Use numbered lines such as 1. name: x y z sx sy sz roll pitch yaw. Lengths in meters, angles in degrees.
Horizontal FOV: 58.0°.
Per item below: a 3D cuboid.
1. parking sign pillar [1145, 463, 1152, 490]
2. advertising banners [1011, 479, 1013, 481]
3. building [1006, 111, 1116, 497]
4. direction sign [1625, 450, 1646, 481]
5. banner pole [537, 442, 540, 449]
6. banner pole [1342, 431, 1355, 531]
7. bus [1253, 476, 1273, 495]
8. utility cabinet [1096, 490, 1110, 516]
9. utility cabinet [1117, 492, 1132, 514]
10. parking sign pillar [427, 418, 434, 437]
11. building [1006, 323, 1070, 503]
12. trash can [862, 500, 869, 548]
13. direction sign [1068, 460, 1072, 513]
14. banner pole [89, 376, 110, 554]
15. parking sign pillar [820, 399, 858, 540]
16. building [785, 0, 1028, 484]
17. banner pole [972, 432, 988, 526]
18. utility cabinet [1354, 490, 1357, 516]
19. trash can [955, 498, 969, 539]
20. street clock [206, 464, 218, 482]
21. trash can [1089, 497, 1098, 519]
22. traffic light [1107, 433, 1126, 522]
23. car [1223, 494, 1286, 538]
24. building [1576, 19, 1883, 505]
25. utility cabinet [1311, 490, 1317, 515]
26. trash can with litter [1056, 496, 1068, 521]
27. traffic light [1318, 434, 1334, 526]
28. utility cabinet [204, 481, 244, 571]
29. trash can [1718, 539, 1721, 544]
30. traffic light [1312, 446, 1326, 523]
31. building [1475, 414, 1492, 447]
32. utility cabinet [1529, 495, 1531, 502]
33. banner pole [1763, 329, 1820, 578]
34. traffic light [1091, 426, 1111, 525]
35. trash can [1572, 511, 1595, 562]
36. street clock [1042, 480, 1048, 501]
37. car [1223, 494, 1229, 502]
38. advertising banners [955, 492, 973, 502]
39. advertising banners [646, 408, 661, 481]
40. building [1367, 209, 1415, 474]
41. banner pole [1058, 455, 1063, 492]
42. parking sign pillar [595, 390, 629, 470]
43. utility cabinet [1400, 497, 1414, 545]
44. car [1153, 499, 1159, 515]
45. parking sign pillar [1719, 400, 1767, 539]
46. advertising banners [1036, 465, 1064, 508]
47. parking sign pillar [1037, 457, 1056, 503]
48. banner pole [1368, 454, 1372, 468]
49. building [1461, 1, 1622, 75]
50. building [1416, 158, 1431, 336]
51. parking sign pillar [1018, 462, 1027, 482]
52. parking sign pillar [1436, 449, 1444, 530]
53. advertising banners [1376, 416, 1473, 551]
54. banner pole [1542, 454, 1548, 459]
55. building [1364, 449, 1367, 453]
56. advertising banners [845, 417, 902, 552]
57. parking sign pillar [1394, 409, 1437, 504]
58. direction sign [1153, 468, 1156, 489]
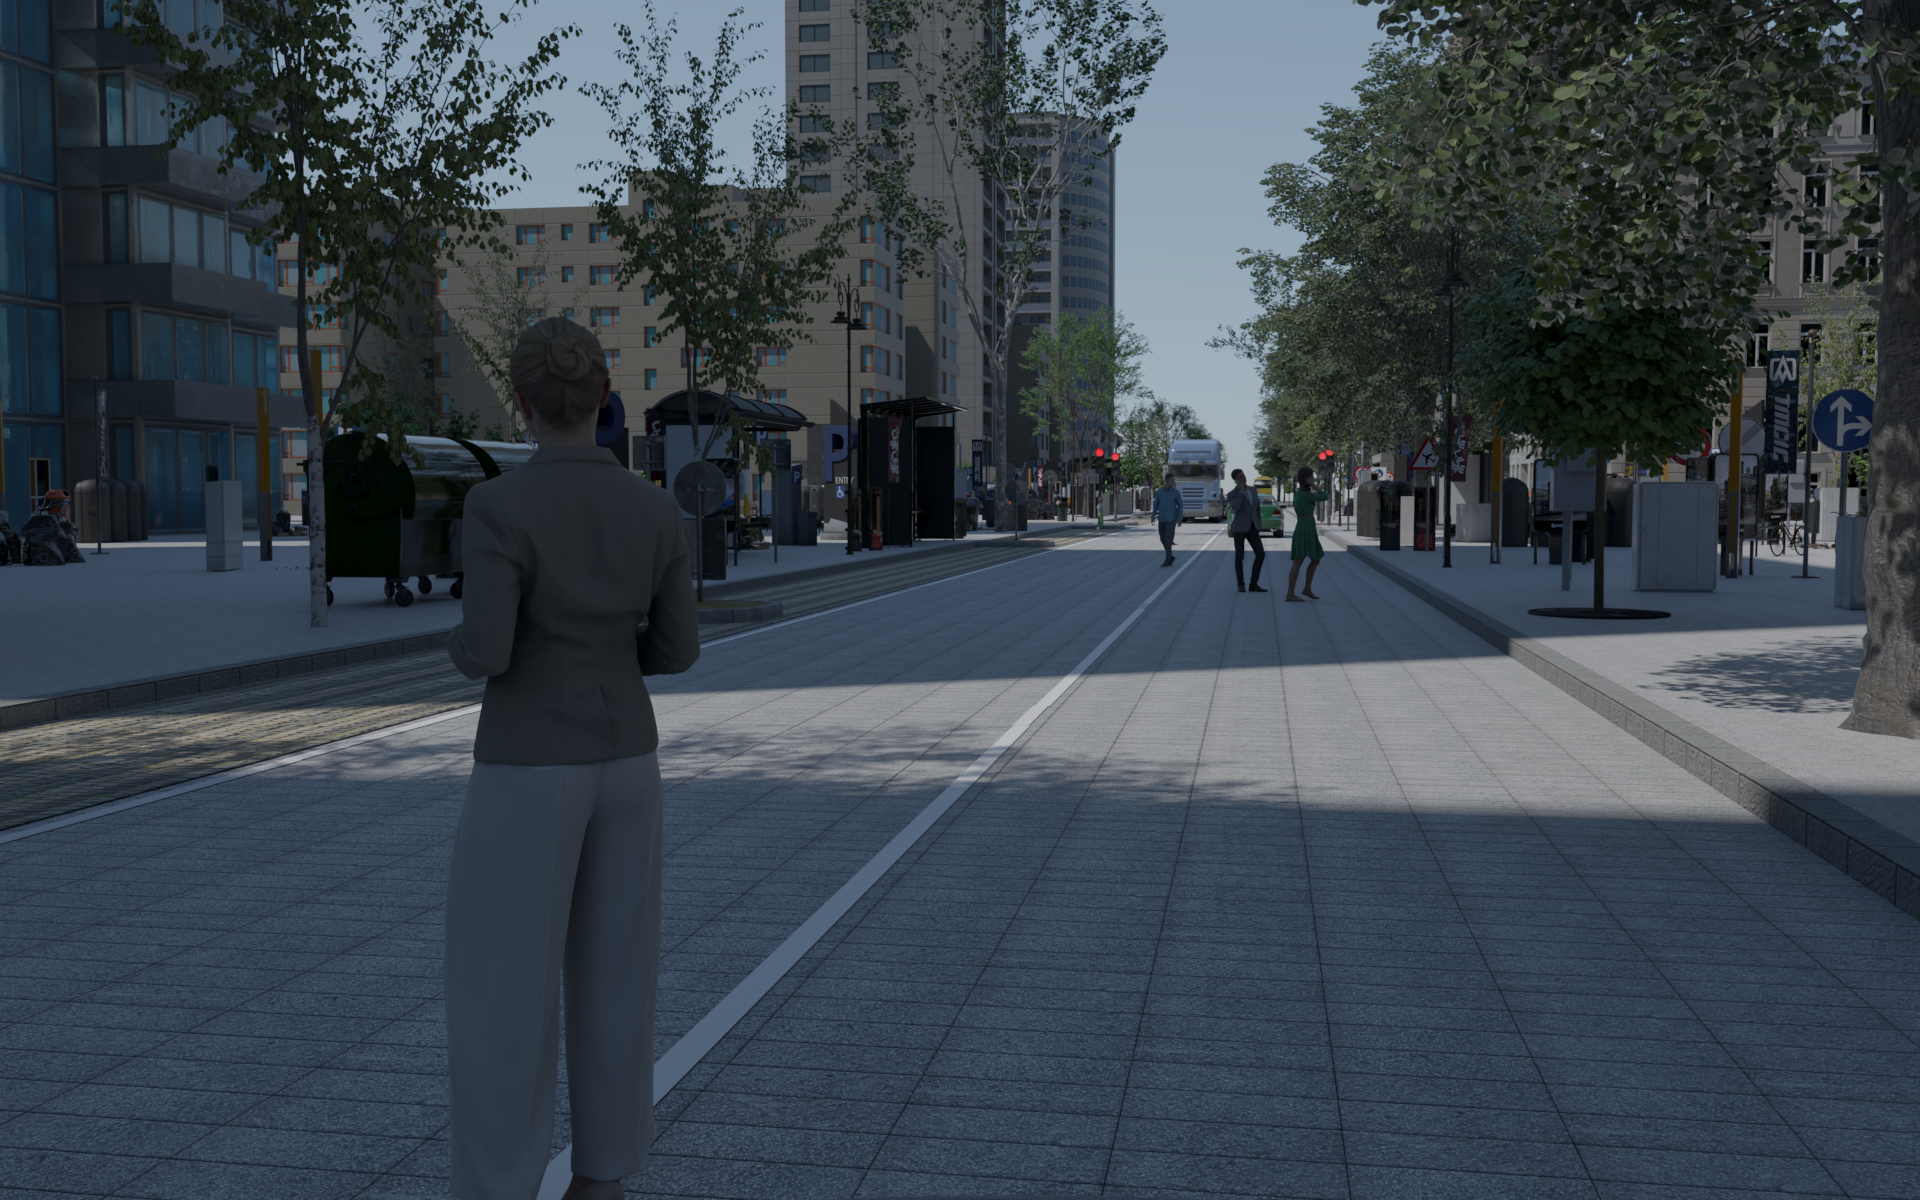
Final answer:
1. parking sign pillar: 15.898 -9.783 148.426 1.447 3.967 1.447 -3 5 -44
2. advertising banners: 3.341 -7.246 114.652 0.090 3.025 2.074 0 4 -5
3. building: 12.202 -44.333 266.840 21.231 58.520 28.212 1 4 10
4. direction sign: 29.253 -5.078 75.015 0.876 3.537 0.379 2 4 29
5. banner pole: -17.682 -4.988 71.568 0.863 3.779 0.401 1 4 13
6. banner pole: 13.629 -4.302 60.356 0.401 3.779 0.863 2 4 31
7. bus: 42.159 -15.257 241.002 2.896 3.916 12.252 1 4 10
8. utility cabinet: 8.217 -5.577 99.863 0.318 1.500 1.173 2 4 31
9. utility cabinet: 10.294 -6.130 108.911 1.173 1.500 0.318 -2 4 -35
10. parking sign pillar: -18.819 -4.497 61.994 1.447 3.967 1.447 -1 4 -23
11. building: -3.104 -21.280 192.969 27.650 21.520 28.899 1 4 10
12. trash can: -2.197 -1.802 41.116 0.748 1.137 0.748 0 3 0
13. direction sign: 7.390 -7.533 115.166 0.379 3.537 0.876 2 4 32
14. banner pole: -18.192 -2.854 36.674 0.863 3.779 0.401 3 5 45
15. parking sign pillar: -3.238 -3.691 48.812 1.447 3.967 1.447 3 5 40
16. building: -4.151 -44.539 166.461 20.563 71.187 20.611 1 4 10
17. banner pole: 0.852 -4.869 69.630 0.863 3.779 0.401 -1 4 -19
18. utility cabinet: 22.967 -5.482 98.311 1.173 1.500 0.318 1 4 20
19. trash can: -0.113 -2.327 49.692 0.748 1.137 0.748 0 3 0
20. street clock: -18.205 -2.302 42.201 0.358 2.002 0.471 -2 4 -31
21. trash can: 6.934 -4.791 89.994 0.748 1.137 0.748 0 3 0
22. traffic light: 7.137 -5.519 79.153 0.839 4.253 0.868 1 4 10
23. car: 9.922 -2.842 58.260 2.131 1.459 4.920 1 4 8
24. building: 46.400 -18.028 92.023 25.104 27.353 12.463 1 4 10
25. utility cabinet: 21.844 -5.945 105.883 0.318 1.500 1.173 -3 4 -38
26. trash can with litter: 4.735 -4.285 81.449 0.624 1.170 1.055 -1 4 -10
27. traffic light: 14.860 -4.943 69.739 0.839 4.253 0.868 1 4 10
28. utility cabinet: -12.364 -1.248 29.081 0.318 1.500 1.173 -1 4 -9
29. trash can: 19.564 -1.985 44.110 0.748 1.137 0.748 0 3 0
30. traffic light: 16.218 -5.424 77.608 0.839 4.253 0.868 1 4 10
31. building: 50.036 -16.632 139.380 16.820 18.784 16.811 1 4 10
32. utility cabinet: 26.852 -4.282 81.169 1.020 1.237 0.306 0 4 1
33. banner pole: 12.727 -2.231 26.488 0.863 3.779 0.401 1 4 18
34. traffic light: 5.780 -5.037 71.283 0.839 4.253 0.868 1 4 10
35. trash can: 11.684 -1.286 32.686 0.748 1.137 0.748 0 3 0
36. street clock: 4.431 -5.244 90.307 0.358 2.002 0.471 1 4 14
37. car: 29.966 -11.309 194.683 2.009 1.686 4.222 1 4 11
38. advertising banners: -0.123 -6.934 109.552 2.074 3.025 0.090 2 4 30
39. advertising banners: -6.791 -2.364 34.840 2.074 3.025 0.090 -2 4 -31
40. building: 77.248 -40.040 278.359 21.300 48.544 21.600 1 4 10
41. banner pole: 6.488 -7.438 111.632 0.401 3.779 0.863 2 4 28
42. parking sign pillar: -6.734 -2.674 32.188 1.447 3.967 1.447 2 4 30
43. utility cabinet: 11.394 -2.001 43.882 1.020 1.237 0.306 3 5 41
44. car: 14.283 -6.705 119.214 1.945 1.707 3.694 1 4 10
45. parking sign pillar: 22.673 -3.771 50.130 1.447 3.967 1.447 -2 4 -34
46. advertising banners: 5.478 -6.694 105.640 2.074 3.025 0.090 3 5 40
47. parking sign pillar: 6.200 -8.316 124.445 1.447 3.967 1.447 -1 4 -11
48. banner pole: 25.794 -7.303 109.416 0.863 3.779 0.401 -2 4 -33
49. building: 51.777 -31.064 158.012 14.600 45.320 14.200 1 4 10
50. building: 62.311 -32.958 193.483 22.147 44.769 28.867 1 4 10
51. parking sign pillar: 5.298 -9.692 146.934 1.447 3.967 1.447 1 4 16
52. parking sign pillar: 17.761 -4.522 62.404 1.447 3.967 1.447 1 4 12
53. advertising banners: 10.445 -2.618 38.986 2.074 3.025 0.090 1 4 15
54. banner pole: 13.175 -2.959 38.404 0.863 3.779 0.401 -2 4 -29
55. building: 76.121 -32.186 297.940 14.160 30.474 14.107 1 4 10
56. advertising banners: -1.930 -2.630 39.188 0.090 3.025 2.074 2 4 35
57. parking sign pillar: 14.149 -4.071 55.040 1.447 3.967 1.447 2 4 27
58. direction sign: 17.241 -9.876 153.467 0.379 3.537 0.876 0 4 -7
